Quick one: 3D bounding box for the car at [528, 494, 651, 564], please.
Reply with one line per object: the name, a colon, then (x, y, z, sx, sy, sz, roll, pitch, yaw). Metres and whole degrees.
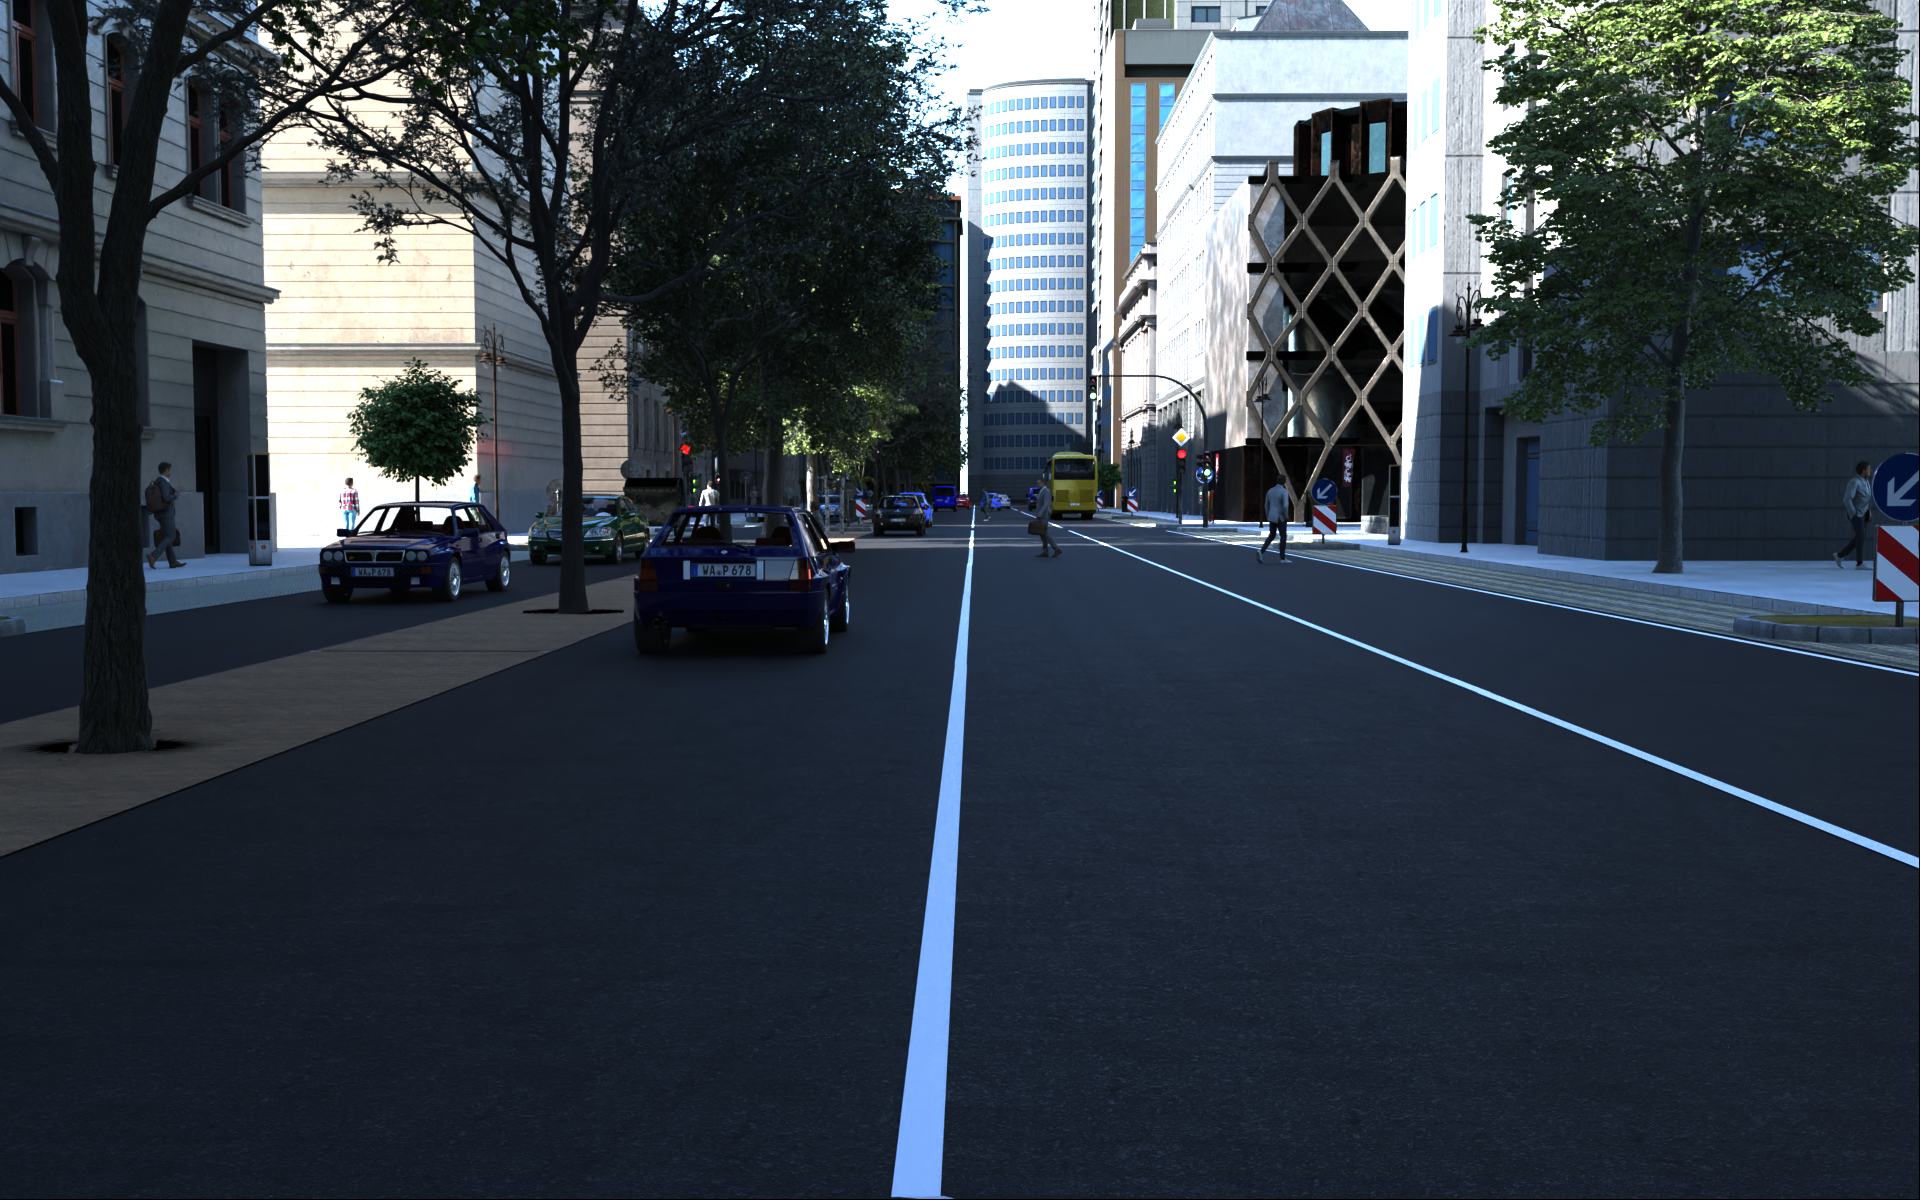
car: (-7.859, -1.543, 37.020, 2.131, 1.459, 4.920, 0, 4, 1)

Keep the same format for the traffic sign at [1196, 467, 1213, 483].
traffic sign: (11.184, -4.836, 79.166, 0.768, 2.556, 0.104, 0, 4, 7)

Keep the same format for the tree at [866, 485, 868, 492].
tree: (-11.459, -12.369, 196.837, 1.663, 3.219, 1.824, 0, 3, 0)

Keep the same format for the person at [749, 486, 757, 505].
person: (-12.146, -5.840, 101.871, 0.599, 1.781, 0.374, -2, 4, -30)

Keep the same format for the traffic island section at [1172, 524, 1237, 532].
traffic island section: (9.394, -2.688, 66.223, 2.009, 0.180, 2.903, 0, 4, 1)

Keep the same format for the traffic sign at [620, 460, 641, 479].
traffic sign: (-12.152, -3.903, 63.915, 0.768, 2.556, 0.104, 0, 4, 2)

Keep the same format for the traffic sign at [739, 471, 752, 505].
traffic sign: (-11.855, -5.846, 95.681, 0.768, 2.556, 0.104, 0, 4, 8)

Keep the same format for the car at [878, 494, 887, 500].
car: (-5.857, -8.345, 146.227, 2.009, 1.686, 4.222, 0, 4, 0)

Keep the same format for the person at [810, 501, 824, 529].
person: (-2.749, -1.240, 33.053, 0.640, 1.303, 0.475, -3, 5, -40)

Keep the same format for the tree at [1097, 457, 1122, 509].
tree: (12.751, -10.313, 152.328, 4.285, 4.588, 4.351, 0, 3, 0)

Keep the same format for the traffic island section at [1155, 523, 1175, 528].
traffic island section: (9.465, -3.176, 74.208, 2.009, 0.180, 2.903, 0, 4, 1)

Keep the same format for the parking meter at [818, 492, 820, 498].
parking meter: (-11.580, -8.084, 140.587, 0.372, 1.533, 0.369, 0, 3, 0)

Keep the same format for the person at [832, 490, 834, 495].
person: (-12.678, -10.043, 170.778, 0.617, 1.759, 0.750, -1, 4, -16)

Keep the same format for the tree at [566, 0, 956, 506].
tree: (-4.543, -8.091, 41.408, 9.857, 13.997, 8.962, 0, 3, 0)

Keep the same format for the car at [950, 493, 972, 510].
car: (0.056, -9.236, 160.045, 2.155, 1.783, 4.494, 0, 4, 2)

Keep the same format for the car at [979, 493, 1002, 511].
car: (2.614, -8.385, 146.685, 1.945, 1.707, 3.694, 0, 4, 0)

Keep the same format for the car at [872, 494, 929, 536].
car: (-2.080, -3.083, 60.186, 2.009, 1.686, 4.222, 0, 4, 0)

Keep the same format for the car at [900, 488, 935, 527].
car: (-2.092, -4.043, 75.691, 1.945, 1.707, 3.694, 0, 4, 1)

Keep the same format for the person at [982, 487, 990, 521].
person: (1.394, -5.085, 91.980, 0.444, 1.785, 0.601, 0, 4, 7)

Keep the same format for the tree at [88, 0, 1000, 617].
tree: (-4.595, -6.565, 20.171, 12.009, 13.543, 11.850, 0, 3, 0)

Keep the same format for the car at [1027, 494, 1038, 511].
car: (6.655, -8.292, 145.355, 2.009, 1.686, 4.222, 0, 4, 2)

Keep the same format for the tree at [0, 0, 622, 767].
tree: (-4.604, -4.952, 9.180, 9.928, 11.665, 9.643, 0, 3, 0)

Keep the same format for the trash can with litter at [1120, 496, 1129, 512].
trash can with litter: (11.570, -6.772, 122.111, 0.624, 1.170, 1.055, 0, 4, 0)

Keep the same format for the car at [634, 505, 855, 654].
car: (-2.031, -0.264, 16.901, 1.945, 1.354, 3.894, 0, 4, 1)

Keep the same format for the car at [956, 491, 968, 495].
car: (-0.077, -12.897, 219.532, 2.281, 1.827, 5.304, 0, 4, -1)

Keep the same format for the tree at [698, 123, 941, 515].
tree: (-4.454, -7.978, 51.024, 7.486, 12.596, 7.792, 0, 3, 0)

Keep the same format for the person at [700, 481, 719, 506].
person: (-7.700, -2.760, 53.467, 0.661, 1.843, 0.795, -1, 4, -11)

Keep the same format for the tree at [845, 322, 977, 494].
tree: (-3.812, -11.183, 102.312, 9.611, 12.733, 9.660, 0, 3, 0)

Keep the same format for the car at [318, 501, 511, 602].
car: (-7.566, -0.715, 24.265, 1.945, 1.354, 3.894, 0, 4, 0)

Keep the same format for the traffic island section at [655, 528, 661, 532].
traffic island section: (-10.447, -2.699, 66.405, 2.009, 0.180, 2.903, 0, 4, 1)

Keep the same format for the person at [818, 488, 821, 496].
person: (-12.006, -8.598, 146.723, 0.694, 1.812, 0.767, -1, 4, -16)

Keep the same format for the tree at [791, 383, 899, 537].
tree: (-4.388, -6.393, 57.343, 4.737, 8.622, 4.395, 0, 3, 0)

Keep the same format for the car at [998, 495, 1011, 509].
car: (3.877, -9.456, 166.961, 2.083, 1.381, 4.827, 0, 4, -1)

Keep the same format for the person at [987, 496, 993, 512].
person: (2.442, -7.807, 140.417, 0.475, 1.303, 0.640, 2, 4, 34)

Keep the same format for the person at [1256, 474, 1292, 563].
person: (6.524, -1.680, 35.814, 0.795, 1.843, 0.661, -2, 4, -32)

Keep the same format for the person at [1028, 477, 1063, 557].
person: (1.895, -1.885, 39.448, 0.853, 1.813, 0.709, -1, 4, -15)

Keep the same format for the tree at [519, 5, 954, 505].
tree: (-4.262, -5.817, 31.977, 8.767, 10.594, 7.601, 0, 4, 1)

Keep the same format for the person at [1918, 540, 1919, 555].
person: (7.115, -0.201, 12.131, 0.623, 1.781, 0.721, -2, 4, -33)

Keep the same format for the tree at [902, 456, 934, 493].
tree: (-3.399, -9.596, 109.717, 4.737, 8.622, 4.395, 0, 3, 0)

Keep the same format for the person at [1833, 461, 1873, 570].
person: (15.210, -1.442, 29.465, 0.661, 1.843, 0.795, -2, 4, -35)

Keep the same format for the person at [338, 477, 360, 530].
person: (-16.185, -2.383, 45.847, 0.563, 1.720, 0.643, 0, 4, 6)

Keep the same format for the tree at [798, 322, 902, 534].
tree: (-4.247, -6.677, 61.982, 4.360, 8.622, 3.978, 0, 3, 0)

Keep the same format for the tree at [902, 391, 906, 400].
tree: (-4.348, -7.470, 74.953, 4.360, 8.622, 3.978, 0, 3, 0)

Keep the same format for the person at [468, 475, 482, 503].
person: (-12.514, -2.333, 44.533, 0.444, 1.785, 0.601, -1, 4, -16)

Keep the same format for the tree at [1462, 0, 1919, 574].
tree: (11.945, -6.707, 27.787, 7.486, 12.596, 7.792, 0, 3, 0)

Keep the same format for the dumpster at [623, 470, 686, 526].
dumpster: (-10.435, -3.313, 59.116, 1.985, 2.255, 1.502, 0, 4, 1)

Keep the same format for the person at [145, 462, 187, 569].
person: (-13.701, -1.454, 29.775, 0.622, 1.834, 0.822, 2, 4, 35)

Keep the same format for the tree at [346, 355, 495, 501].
tree: (-12.816, -3.515, 41.181, 4.285, 4.588, 4.351, 0, 3, 0)

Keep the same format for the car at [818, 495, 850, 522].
car: (-6.606, -4.712, 89.040, 2.014, 1.417, 4.499, 0, 4, 0)
